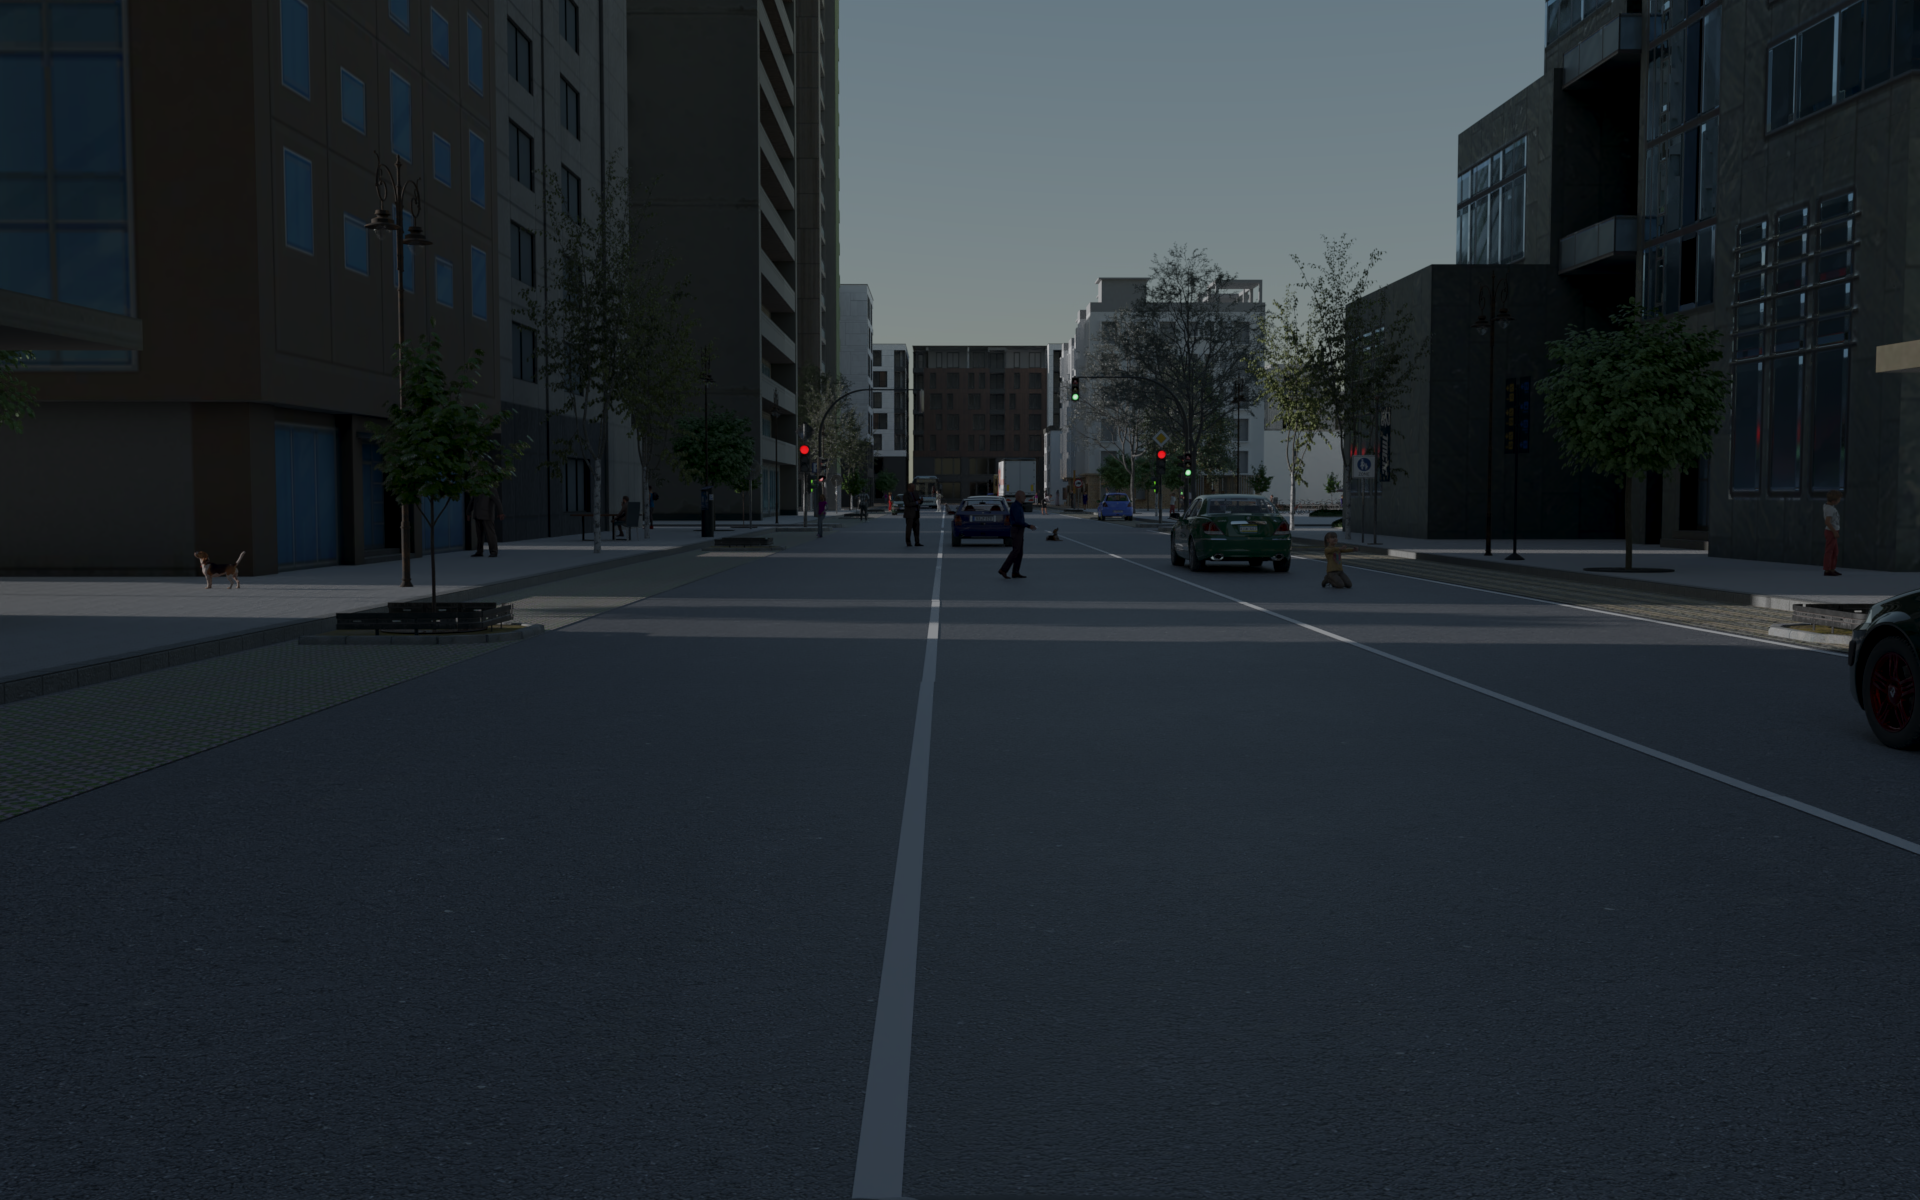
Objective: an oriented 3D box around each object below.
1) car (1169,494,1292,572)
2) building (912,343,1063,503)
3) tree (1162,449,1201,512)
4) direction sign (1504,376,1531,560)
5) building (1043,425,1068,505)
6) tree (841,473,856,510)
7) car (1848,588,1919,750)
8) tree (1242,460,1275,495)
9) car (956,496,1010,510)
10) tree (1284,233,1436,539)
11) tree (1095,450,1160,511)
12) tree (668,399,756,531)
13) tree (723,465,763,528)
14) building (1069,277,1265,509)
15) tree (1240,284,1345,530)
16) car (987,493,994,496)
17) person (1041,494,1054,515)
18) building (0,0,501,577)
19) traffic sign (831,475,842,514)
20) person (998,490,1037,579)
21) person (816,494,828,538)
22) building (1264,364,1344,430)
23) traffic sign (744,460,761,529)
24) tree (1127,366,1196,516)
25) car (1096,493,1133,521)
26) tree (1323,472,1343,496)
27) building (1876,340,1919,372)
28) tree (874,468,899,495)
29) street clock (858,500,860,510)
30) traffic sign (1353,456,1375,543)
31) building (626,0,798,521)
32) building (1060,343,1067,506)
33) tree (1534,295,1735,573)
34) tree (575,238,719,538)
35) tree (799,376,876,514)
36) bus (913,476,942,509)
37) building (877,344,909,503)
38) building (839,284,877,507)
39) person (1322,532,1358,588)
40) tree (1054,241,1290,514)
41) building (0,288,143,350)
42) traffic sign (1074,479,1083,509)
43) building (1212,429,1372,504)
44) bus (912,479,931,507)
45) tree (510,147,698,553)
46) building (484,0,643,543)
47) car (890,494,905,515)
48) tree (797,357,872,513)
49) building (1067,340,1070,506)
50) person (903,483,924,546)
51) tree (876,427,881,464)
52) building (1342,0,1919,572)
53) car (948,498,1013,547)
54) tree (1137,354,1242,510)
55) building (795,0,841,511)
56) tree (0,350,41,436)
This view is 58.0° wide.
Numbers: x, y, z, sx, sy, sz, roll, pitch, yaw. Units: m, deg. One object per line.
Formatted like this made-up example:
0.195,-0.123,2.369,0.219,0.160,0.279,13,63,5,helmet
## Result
5.169,-1.318,33.349,2.131,1.459,4.920,0,3,0,car
9.679,-24.752,248.673,32.646,21.610,27.936,0,4,0,building
15.812,-8.689,125.781,4.285,4.588,4.351,0,3,0,tree
10.801,-2.546,33.623,0.379,3.537,0.876,-1,4,-12,direction sign
15.501,-16.466,211.367,9.099,9.664,28.070,0,4,0,building
-8.800,-8.909,140.268,1.663,3.219,1.824,0,3,0,tree
6.091,0.078,8.507,2.009,1.686,4.222,0,4,-1,car
17.096,-6.330,98.093,1.663,3.219,1.824,0,3,0,tree
0.885,-2.881,59.463,2.083,1.381,4.827,0,4,0,car
11.017,-6.012,48.654,4.360,8.622,3.978,0,3,0,tree
11.358,-8.544,123.410,4.285,4.588,4.351,0,3,0,tree
-8.545,-4.683,60.279,4.285,4.588,4.351,0,3,0,tree
-8.311,-4.336,65.487,1.663,3.219,1.824,0,3,0,tree
18.606,-18.381,156.951,16.016,20.091,11.380,0,4,0,building
12.093,-6.800,61.545,4.737,8.622,4.395,0,3,0,tree
3.709,-11.642,199.937,1.945,1.707,3.694,0,4,-1,car
5.985,-6.563,118.990,0.799,1.438,0.628,-2,4,-30,person
-17.559,-23.363,32.100,14.600,45.320,14.200,0,4,0,building
-8.044,-6.899,112.909,0.768,2.556,0.104,0,4,6,traffic sign
1.019,-1.114,29.405,0.600,1.496,0.574,2,4,25,person
-4.605,-2.746,56.638,0.726,1.435,0.776,3,4,36,person
42.001,-23.061,243.500,31.486,18.905,16.747,0,4,0,building
-7.642,-3.857,63.168,0.768,2.556,0.104,0,4,1,traffic sign
11.457,-9.142,99.834,4.360,8.622,3.978,0,3,0,tree
8.317,-5.102,93.012,1.945,1.707,3.694,0,4,0,car
29.172,-8.665,136.267,1.663,3.219,1.824,0,3,0,tree
21.530,-21.414,4.739,22.147,44.769,28.867,0,4,0,building
-9.389,-14.497,220.732,4.285,4.588,4.351,0,3,0,tree
-8.298,-8.447,142.675,0.358,2.002,0.471,-1,4,-23,street clock
10.605,-2.654,45.526,0.606,2.300,0.079,0,4,4,traffic sign
-20.281,-28.638,91.940,21.300,48.544,21.600,0,4,0,building
19.185,-20.487,191.388,16.016,20.091,11.380,0,4,0,building
11.222,-2.758,28.800,4.285,4.588,4.351,0,3,0,tree
-8.985,-6.070,49.607,4.737,8.622,4.395,0,3,0,tree
-8.389,-9.728,109.414,4.360,8.622,3.978,0,3,0,tree
-3.360,-10.855,172.341,2.948,3.499,13.247,0,4,-1,bus
-23.785,-24.767,248.911,32.646,21.610,27.936,0,4,0,building
-22.903,-19.712,166.262,27.936,21.610,32.646,0,4,0,building
5.778,-0.607,26.357,0.347,0.859,0.695,-1,4,-23,person
11.328,-10.627,84.129,12.009,13.543,11.850,0,3,0,tree
-21.842,-25.309,3.044,28.713,52.752,27.495,0,4,0,building
9.822,-8.791,143.836,0.768,2.556,0.104,1,4,9,traffic sign
42.620,-17.096,221.673,28.070,9.664,9.099,0,4,0,building
-3.929,-11.839,188.420,2.948,3.499,13.247,0,4,-2,bus
-7.842,-5.336,37.611,4.360,8.622,3.978,0,3,0,tree
-22.339,-37.643,53.714,20.611,71.187,20.563,0,4,0,building
-3.728,-6.604,117.763,2.009,1.686,4.222,0,4,1,car
-9.612,-11.241,118.195,7.601,10.594,8.767,-1,4,-9,tree
19.824,-19.771,179.679,16.016,20.091,11.380,0,4,0,building
-1.253,-2.337,47.394,0.600,1.739,0.565,1,4,19,person
-9.001,-12.027,146.997,4.360,8.622,3.978,0,3,0,tree
24.390,-44.568,41.352,22.319,86.520,31.000,0,4,0,building
0.630,-2.195,48.463,1.945,1.354,3.894,0,4,0,car
18.571,-13.740,141.663,9.611,12.733,9.660,0,3,0,tree
-16.465,-27.323,130.318,14.154,41.232,14.086,0,4,0,building
-13.754,-2.349,22.116,4.285,4.588,4.351,0,3,0,tree
